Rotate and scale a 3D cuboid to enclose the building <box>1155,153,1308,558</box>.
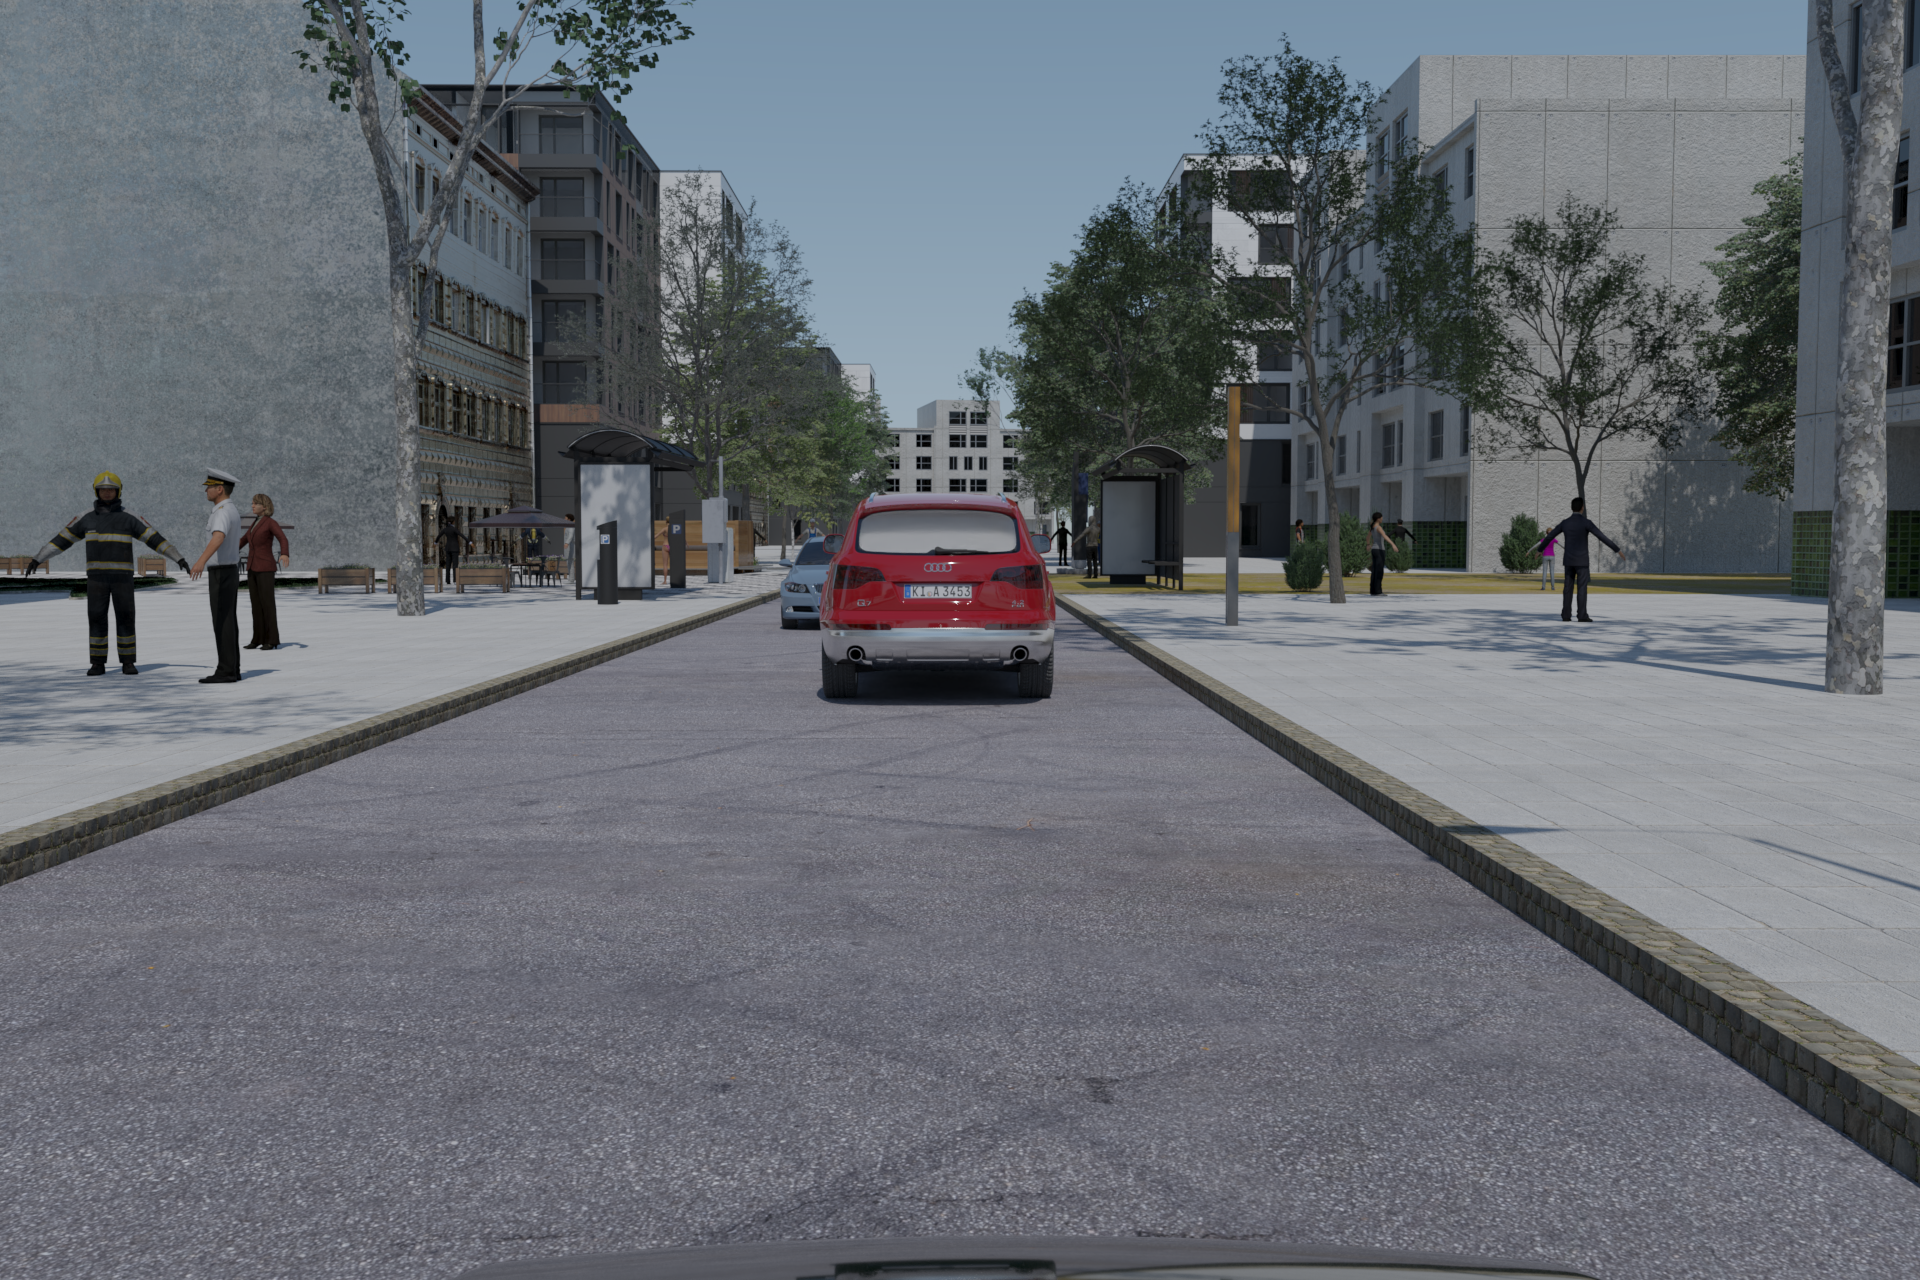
[{"bbox_3d":[25.933,-16.245,109.575,27.936,21.610,32.646,0,3,0],"label":"building"}]

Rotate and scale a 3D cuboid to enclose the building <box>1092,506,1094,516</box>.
[{"bbox_3d":[21.069,-15.956,203.032,9.099,9.664,28.070,0,4,0],"label":"building"}]

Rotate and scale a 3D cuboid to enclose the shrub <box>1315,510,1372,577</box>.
[{"bbox_3d":[11.422,-2.874,51.417,1.690,2.028,1.600,0,3,0],"label":"shrub"}]

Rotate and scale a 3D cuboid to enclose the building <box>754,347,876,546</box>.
[{"bbox_3d":[-24.701,-22.113,205.520,27.936,21.610,32.646,0,3,0],"label":"building"}]

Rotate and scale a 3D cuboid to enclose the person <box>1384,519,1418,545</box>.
[{"bbox_3d":[16.038,-3.502,63.194,1.347,1.837,0.705,0,4,2],"label":"person"}]

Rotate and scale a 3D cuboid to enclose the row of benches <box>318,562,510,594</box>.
[{"bbox_3d":[-11.742,-1.355,37.621,4.104,0.672,1.422,0,4,-7],"label":"row of benches"}]

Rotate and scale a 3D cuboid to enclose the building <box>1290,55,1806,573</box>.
[{"bbox_3d":[25.323,-12.617,72.742,16.747,18.905,31.486,0,3,0],"label":"building"}]

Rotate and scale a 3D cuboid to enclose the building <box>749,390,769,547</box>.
[{"bbox_3d":[-29.809,-21.087,175.699,19.493,23.208,18.063,0,4,0],"label":"building"}]

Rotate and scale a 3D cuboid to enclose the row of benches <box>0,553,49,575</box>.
[{"bbox_3d":[-30.136,-2.337,53.668,1.422,0.672,4.104,1,4,18],"label":"row of benches"}]

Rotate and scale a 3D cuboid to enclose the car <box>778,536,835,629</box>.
[{"bbox_3d":[-1.853,-0.962,27.728,2.014,1.417,4.499,0,4,-1],"label":"car"}]

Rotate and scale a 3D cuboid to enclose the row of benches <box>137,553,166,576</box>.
[{"bbox_3d":[-25.132,-2.346,53.822,1.422,0.672,4.104,-2,4,-27],"label":"row of benches"}]

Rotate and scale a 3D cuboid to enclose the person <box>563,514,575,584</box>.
[{"bbox_3d":[-10.070,-2.349,44.591,0.705,1.806,1.347,-1,4,-12],"label":"person"}]

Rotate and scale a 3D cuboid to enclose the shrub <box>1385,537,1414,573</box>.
[{"bbox_3d":[14.383,-2.789,56.723,1.383,1.207,1.383,0,3,0],"label":"shrub"}]

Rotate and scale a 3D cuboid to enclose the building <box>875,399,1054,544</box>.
[{"bbox_3d":[-4.537,-22.337,234.129,31.486,18.905,16.747,-1,4,-10],"label":"building"}]

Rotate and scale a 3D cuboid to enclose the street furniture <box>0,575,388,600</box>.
[{"bbox_3d":[-29.097,-2.224,41.388,27.439,1.986,14.083,1,4,9],"label":"street furniture"}]

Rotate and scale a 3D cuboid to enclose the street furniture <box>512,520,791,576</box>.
[{"bbox_3d":[-10.457,-3.110,57.700,11.010,1.723,9.812,0,4,8],"label":"street furniture"}]

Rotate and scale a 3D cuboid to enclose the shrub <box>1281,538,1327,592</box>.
[{"bbox_3d":[7.605,-1.661,38.266,1.383,1.207,1.383,0,3,0],"label":"shrub"}]

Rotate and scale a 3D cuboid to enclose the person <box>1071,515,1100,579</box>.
[{"bbox_3d":[3.765,-2.662,49.659,1.348,1.813,0.705,-2,4,-34],"label":"person"}]

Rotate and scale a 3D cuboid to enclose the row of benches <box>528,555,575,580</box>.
[{"bbox_3d":[-10.835,-2.026,48.588,4.104,0.672,1.422,3,5,45],"label":"row of benches"}]

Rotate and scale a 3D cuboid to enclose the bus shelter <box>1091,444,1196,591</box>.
[{"bbox_3d":[4.336,-2.924,41.725,2.014,3.302,5.546,0,4,1],"label":"bus shelter"}]

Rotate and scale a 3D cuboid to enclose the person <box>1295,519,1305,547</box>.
[{"bbox_3d":[12.272,-3.442,62.427,0.704,1.843,1.345,1,4,15],"label":"person"}]

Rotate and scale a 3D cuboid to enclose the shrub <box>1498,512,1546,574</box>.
[{"bbox_3d":[18.190,-3.152,55.955,1.690,2.028,1.600,0,3,0],"label":"shrub"}]

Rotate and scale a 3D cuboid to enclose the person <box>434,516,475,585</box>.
[{"bbox_3d":[-12.848,-2.277,43.952,1.216,1.740,0.721,1,4,20],"label":"person"}]

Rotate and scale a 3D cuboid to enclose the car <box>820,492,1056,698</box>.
[{"bbox_3d":[-0.217,-0.490,16.684,2.281,1.827,5.304,0,4,-1],"label":"car"}]

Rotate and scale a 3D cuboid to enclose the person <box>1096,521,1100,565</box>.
[{"bbox_3d":[5.730,-3.990,71.212,0.705,1.833,1.349,0,4,4],"label":"person"}]

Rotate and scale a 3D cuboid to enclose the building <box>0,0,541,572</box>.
[{"bbox_3d":[-28.036,-14.454,67.258,19.493,23.208,18.063,0,4,-1],"label":"building"}]

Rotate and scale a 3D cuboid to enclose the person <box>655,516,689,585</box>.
[{"bbox_3d":[-7.429,-2.275,44.005,1.217,1.733,0.721,-2,4,-34],"label":"person"}]

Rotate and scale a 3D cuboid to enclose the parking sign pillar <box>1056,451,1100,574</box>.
[{"bbox_3d":[3.821,-4.105,55.595,1.447,3.967,1.447,0,4,0],"label":"parking sign pillar"}]

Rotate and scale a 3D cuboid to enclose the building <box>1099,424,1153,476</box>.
[{"bbox_3d":[24.296,-21.172,177.090,19.493,23.208,18.063,0,3,0],"label":"building"}]

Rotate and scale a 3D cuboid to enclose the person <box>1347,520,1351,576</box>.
[{"bbox_3d":[11.968,-2.897,53.643,0.705,1.796,1.348,0,4,6],"label":"person"}]

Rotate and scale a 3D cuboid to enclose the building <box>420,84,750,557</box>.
[{"bbox_3d":[-27.292,-15.370,95.280,27.936,21.610,32.646,0,4,-1],"label":"building"}]

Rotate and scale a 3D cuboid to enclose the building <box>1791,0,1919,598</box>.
[{"bbox_3d":[25.746,-9.384,19.889,16.747,18.905,31.486,0,3,0],"label":"building"}]

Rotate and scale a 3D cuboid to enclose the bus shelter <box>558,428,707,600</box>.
[{"bbox_3d":[-6.682,-2.575,36.021,2.014,3.302,5.546,0,4,1],"label":"bus shelter"}]

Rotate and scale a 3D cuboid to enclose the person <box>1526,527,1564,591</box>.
[{"bbox_3d":[13.390,-1.844,39.411,0.991,1.433,0.599,1,4,13],"label":"person"}]
